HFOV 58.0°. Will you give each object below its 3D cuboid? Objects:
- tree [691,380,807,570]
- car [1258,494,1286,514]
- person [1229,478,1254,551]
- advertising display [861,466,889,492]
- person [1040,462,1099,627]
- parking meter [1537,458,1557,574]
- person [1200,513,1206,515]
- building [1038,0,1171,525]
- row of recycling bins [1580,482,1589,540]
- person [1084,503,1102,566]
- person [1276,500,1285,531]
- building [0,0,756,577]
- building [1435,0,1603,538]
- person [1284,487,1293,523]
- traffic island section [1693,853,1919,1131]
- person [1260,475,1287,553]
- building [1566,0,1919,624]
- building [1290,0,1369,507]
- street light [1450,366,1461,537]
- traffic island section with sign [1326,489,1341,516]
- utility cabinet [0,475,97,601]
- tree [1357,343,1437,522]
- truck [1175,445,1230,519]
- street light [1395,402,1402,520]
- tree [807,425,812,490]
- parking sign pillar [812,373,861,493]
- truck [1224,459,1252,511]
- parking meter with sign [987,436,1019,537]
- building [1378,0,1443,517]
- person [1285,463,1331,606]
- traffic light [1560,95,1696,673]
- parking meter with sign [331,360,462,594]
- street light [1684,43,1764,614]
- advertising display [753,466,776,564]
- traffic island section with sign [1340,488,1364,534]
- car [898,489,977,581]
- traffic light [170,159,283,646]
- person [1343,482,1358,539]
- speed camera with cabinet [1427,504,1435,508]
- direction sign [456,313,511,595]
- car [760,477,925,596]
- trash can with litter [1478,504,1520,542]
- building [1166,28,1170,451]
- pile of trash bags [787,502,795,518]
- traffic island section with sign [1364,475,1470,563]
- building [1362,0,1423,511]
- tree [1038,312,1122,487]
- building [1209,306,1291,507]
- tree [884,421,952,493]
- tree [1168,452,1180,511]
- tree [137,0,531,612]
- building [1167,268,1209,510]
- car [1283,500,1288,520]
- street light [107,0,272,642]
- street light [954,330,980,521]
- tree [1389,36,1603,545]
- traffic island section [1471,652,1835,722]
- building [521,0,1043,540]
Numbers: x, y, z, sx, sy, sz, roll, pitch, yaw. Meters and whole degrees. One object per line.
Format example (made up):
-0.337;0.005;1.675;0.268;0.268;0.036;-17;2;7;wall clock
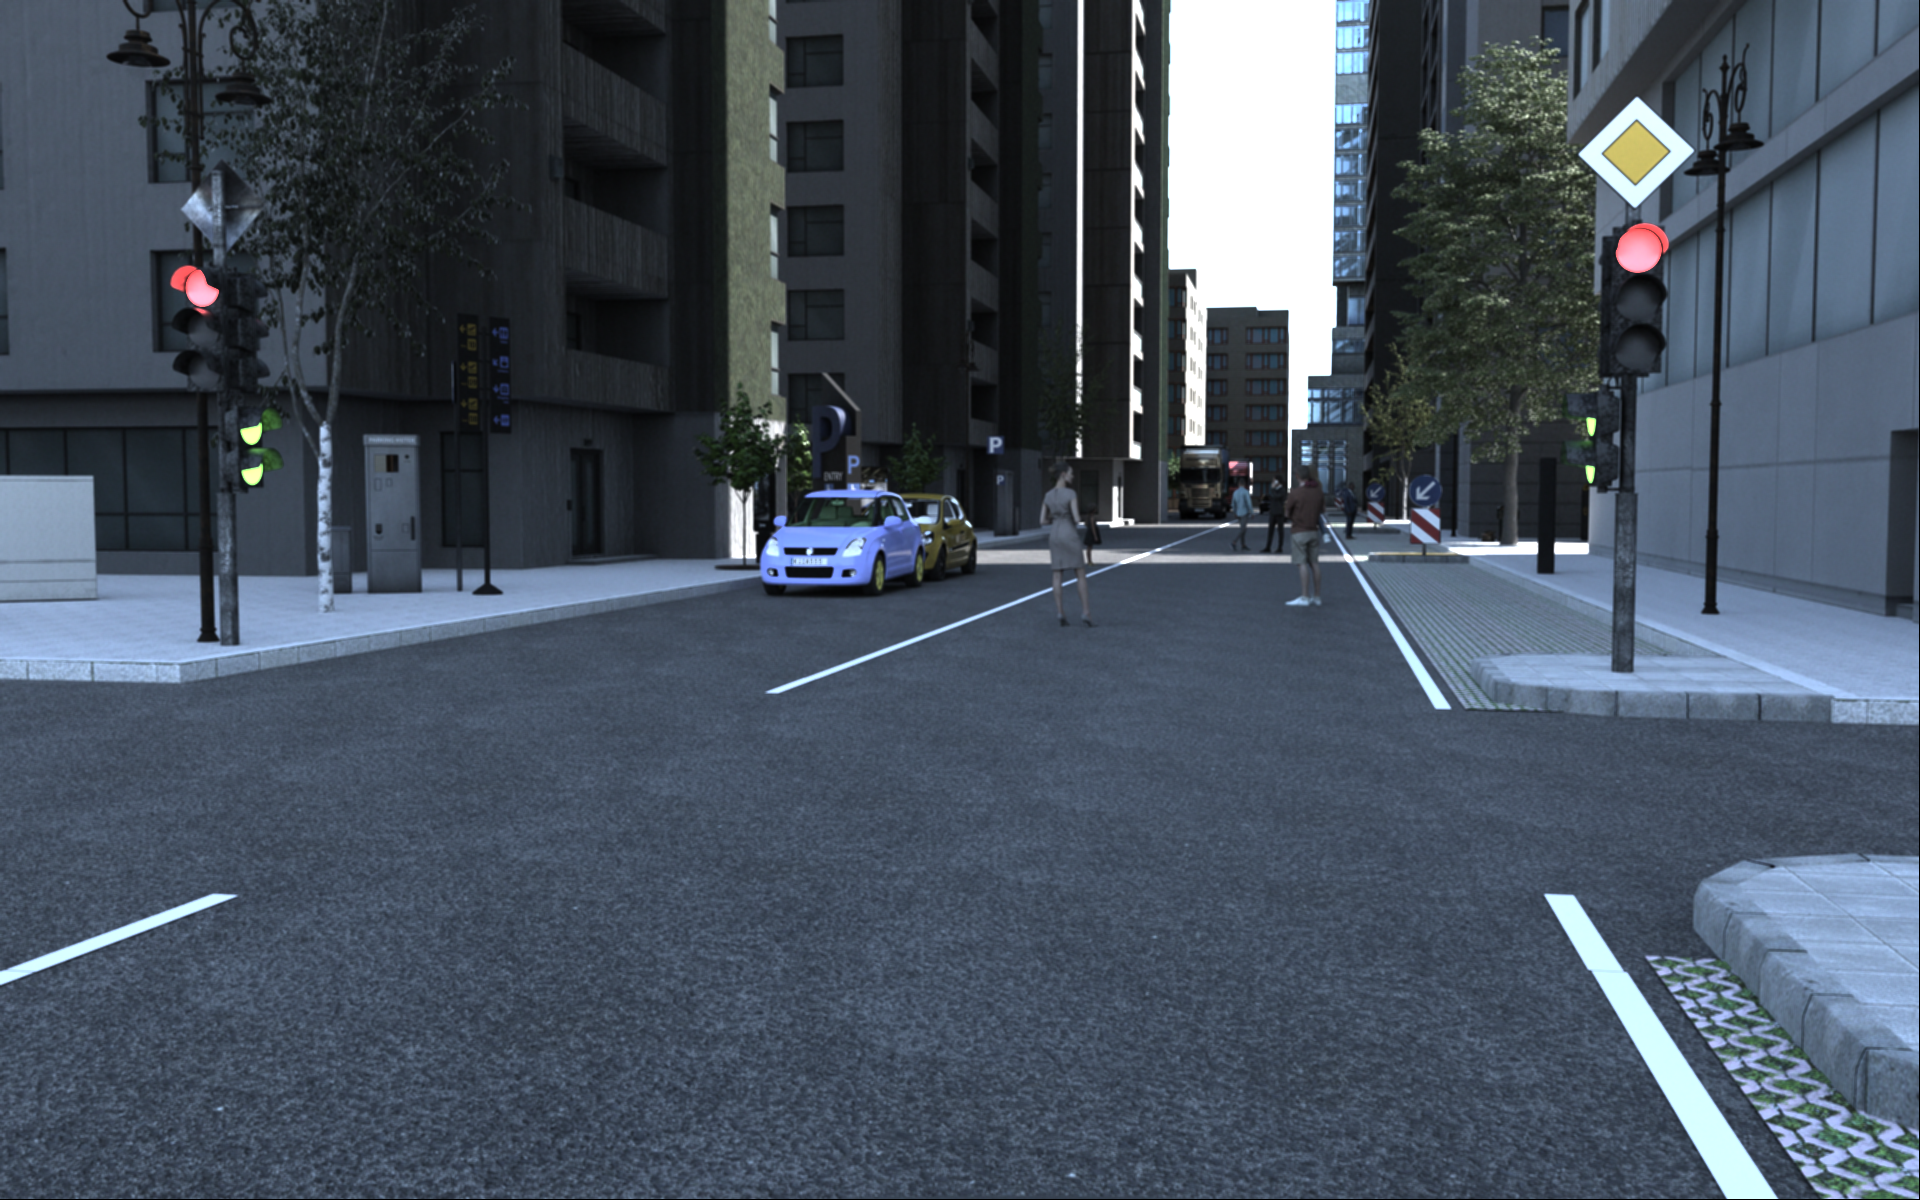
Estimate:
-3.829;-2.144;29.649;1.663;3.219;1.824;0;3;0;tree
22.301;-6.976;123.848;2.009;1.686;4.222;1;4;10;car
7.047;-2.158;43.641;0.748;1.841;0.638;-1;4;-23;person
-2.130;-2.147;40.315;0.974;1.923;0.123;0;4;6;advertising display
1.183;-0.607;18.768;0.599;1.781;0.374;3;5;39;person
9.477;-1.362;27.972;0.255;1.863;0.399;1;4;17;parking meter
16.485;-6.667;117.959;0.568;1.767;0.683;-3;4;-36;person
2.289;-24.315;81.149;14.154;41.232;14.086;1;4;11;building
17.394;-2.423;46.730;1.069;1.692;3.534;1;4;15;row of recycling bins
2.638;-1.296;34.367;0.373;1.253;0.362;0;4;0;person
12.383;-3.601;67.712;0.374;1.781;0.599;-2;4;-35;person
-12.099;-15.947;32.441;14.160;30.474;14.107;1;4;11;building
27.981;-31.725;60.704;21.231;58.520;28.212;1;4;11;building
16.498;-4.720;86.077;0.834;1.777;0.661;2;4;25;person
3.229;1.077;4.675;2.009;0.180;2.903;1;4;11;traffic island section
7.689;-2.108;42.328;0.474;1.900;0.648;-2;4;-27;person
22.845;-26.335;19.817;27.495;52.752;28.713;1;4;11;building
49.802;-52.766;175.395;31.000;86.520;22.319;1;4;11;building
14.867;-4.844;51.993;0.468;5.910;1.993;1;4;11;street light
24.894;-6.339;112.264;1.989;1.847;2.006;1;4;11;traffic island section with sign
-11.009;-0.738;20.738;1.173;1.500;0.318;-2;4;-27;utility cabinet
20.719;-7.973;80.727;4.737;8.622;4.395;0;3;0;tree
14.285;-6.869;101.229;2.839;4.237;11.283;1;4;11;truck
21.581;-6.883;85.317;0.468;5.910;1.993;1;4;11;street light
-3.786;-2.829;40.859;1.663;3.219;1.824;0;3;0;tree
-2.715;-3.032;38.051;1.447;3.967;1.447;-3;5;-39;parking sign pillar
22.445;-9.312;141.169;2.839;4.237;11.283;1;4;11;truck
1.352;-3.457;52.780;0.543;3.016;1.738;1;4;19;parking meter with sign
34.813;-40.275;96.754;20.563;71.187;20.611;1;4;11;building
4.488;-0.849;22.356;0.573;1.828;0.580;1;4;17;person
4.767;-1.436;12.397;0.839;4.253;0.868;1;4;11;traffic light
-7.388;-1.606;22.518;1.738;3.016;0.543;-1;4;-18;parking meter with sign
8.044;-2.789;18.392;0.468;5.910;1.993;1;4;11;street light
-3.578;-1.619;31.681;0.123;1.923;0.974;-2;4;-24;advertising display
14.996;-3.330;63.077;1.989;1.847;2.006;1;4;11;traffic island section with sign
-0.855;-1.200;29.844;2.015;1.641;3.980;1;4;12;car
-6.179;-1.569;14.575;0.839;4.253;0.868;1;4;11;traffic light
12.386;-2.832;54.983;0.419;1.800;0.721;3;4;38;person
23.577;-5.470;83.766;2.038;3.252;0.660;0;4;4;speed camera with cabinet
-6.053;-1.840;22.086;0.379;3.537;0.876;2;4;32;direction sign
-1.692;-0.977;25.559;1.945;1.707;3.694;1;4;12;car
14.428;-2.141;46.396;1.055;1.170;0.624;2;4;34;trash can with litter
7.411;-28.957;123.564;14.600;45.320;14.200;1;4;11;building
-5.268;-2.238;46.343;3.447;1.369;1.912;-3;5;-41;pile of trash bags
9.680;-1.714;36.649;1.989;1.847;2.006;1;4;11;traffic island section with sign
39.062;-30.256;118.386;21.300;48.544;21.600;1;4;11;building
4.321;-7.386;71.131;4.737;8.622;4.395;0;3;0;tree
20.352;-20.784;184.854;28.899;21.520;27.650;1;4;11;building
-1.275;-3.155;46.194;1.663;3.219;1.824;0;3;0;tree
16.357;-9.129;132.979;4.285;4.588;4.351;0;3;0;tree
-6.875;-4.188;18.839;4.360;8.622;3.978;0;3;0;tree
6.239;-18.784;152.153;28.899;21.520;27.650;1;4;11;building
18.935;-5.285;96.634;2.015;1.641;3.980;1;4;13;car
-6.542;-2.576;14.898;0.468;5.910;1.993;1;4;11;street light
0.209;-4.653;48.858;0.468;5.910;1.993;1;4;11;street light
14.320;-7.678;43.663;7.486;12.596;7.792;0;3;0;tree
4.805;0.598;12.503;2.009;0.180;2.903;1;4;11;traffic island section
-5.154;-17.578;59.096;14.160;30.474;14.107;1;4;11;building
